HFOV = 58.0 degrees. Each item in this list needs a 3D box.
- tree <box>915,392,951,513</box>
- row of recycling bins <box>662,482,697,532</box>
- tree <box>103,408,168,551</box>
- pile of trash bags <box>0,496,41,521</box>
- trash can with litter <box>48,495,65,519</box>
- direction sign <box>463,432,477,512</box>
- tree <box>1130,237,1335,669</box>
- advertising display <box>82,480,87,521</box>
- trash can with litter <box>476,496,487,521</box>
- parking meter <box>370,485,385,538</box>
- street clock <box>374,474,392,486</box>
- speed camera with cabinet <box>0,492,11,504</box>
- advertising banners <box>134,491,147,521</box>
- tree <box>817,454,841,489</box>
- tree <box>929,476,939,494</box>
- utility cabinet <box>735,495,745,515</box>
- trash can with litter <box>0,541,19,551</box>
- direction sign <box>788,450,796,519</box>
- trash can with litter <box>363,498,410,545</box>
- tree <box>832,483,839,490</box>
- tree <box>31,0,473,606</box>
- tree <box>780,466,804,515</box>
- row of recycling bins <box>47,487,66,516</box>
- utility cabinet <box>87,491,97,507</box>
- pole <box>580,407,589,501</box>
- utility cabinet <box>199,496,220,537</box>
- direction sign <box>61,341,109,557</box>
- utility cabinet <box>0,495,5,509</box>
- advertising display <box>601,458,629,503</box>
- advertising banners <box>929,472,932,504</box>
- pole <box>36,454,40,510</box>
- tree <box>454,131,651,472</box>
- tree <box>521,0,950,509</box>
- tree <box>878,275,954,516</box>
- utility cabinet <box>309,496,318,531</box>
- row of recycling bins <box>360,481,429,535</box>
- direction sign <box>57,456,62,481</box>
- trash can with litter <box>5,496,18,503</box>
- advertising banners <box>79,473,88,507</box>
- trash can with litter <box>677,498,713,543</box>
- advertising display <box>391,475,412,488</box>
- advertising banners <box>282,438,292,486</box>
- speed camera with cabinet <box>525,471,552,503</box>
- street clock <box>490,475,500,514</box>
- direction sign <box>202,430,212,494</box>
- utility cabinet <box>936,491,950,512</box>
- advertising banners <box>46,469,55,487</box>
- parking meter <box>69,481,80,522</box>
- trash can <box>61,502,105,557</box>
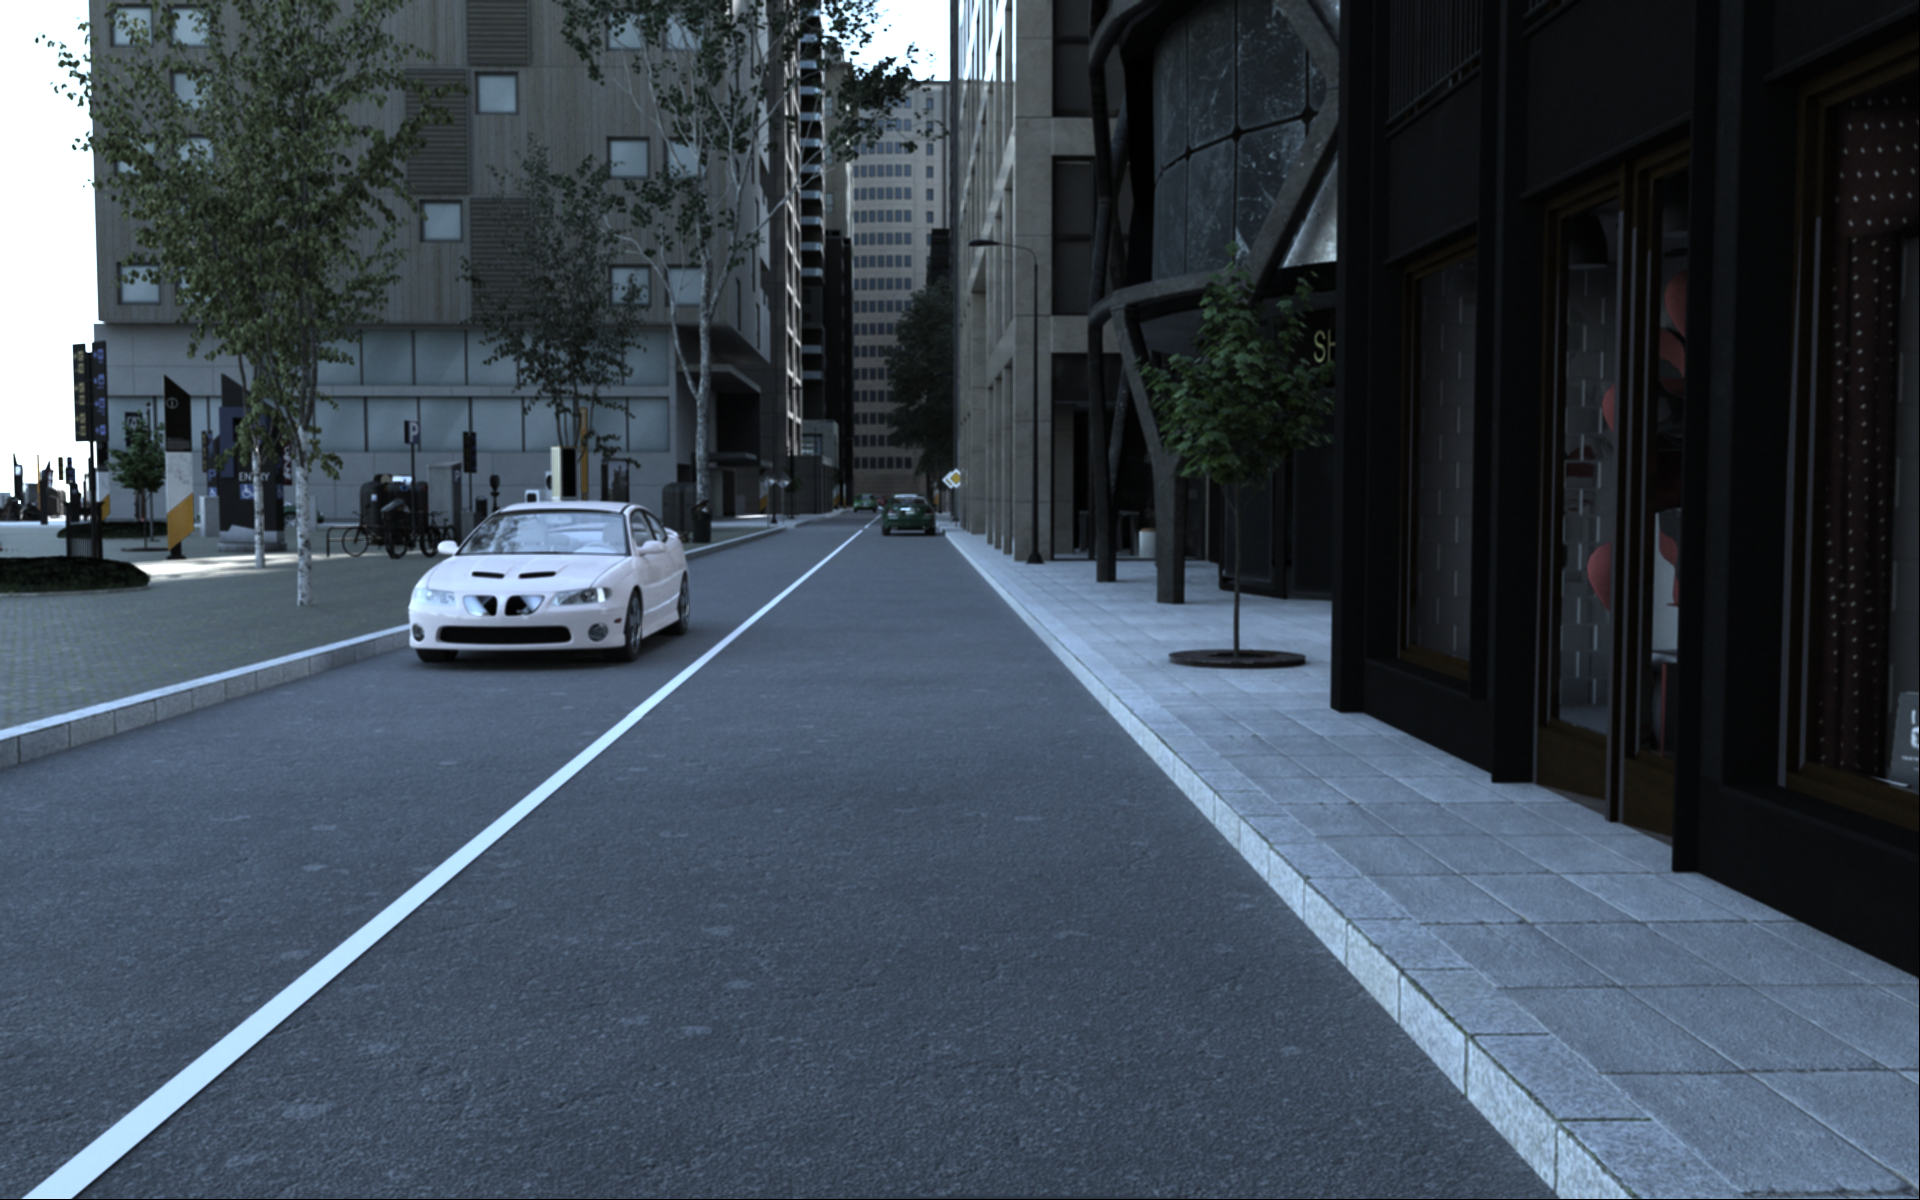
[{"bbox_3d":[-1.134,-10.375,119.997,4.360,8.622,3.978,0,3,0],"label":"tree"},{"bbox_3d":[-9.575,-3.251,60.265,1.069,1.692,3.534,-2,4,-25],"label":"row of recycling bins"},{"bbox_3d":[-18.582,-2.734,39.302,1.663,3.219,1.824,0,3,0],"label":"tree"},{"bbox_3d":[-45.200,-4.386,81.462,1.912,1.369,3.447,2,4,26],"label":"pile of trash bags"},{"bbox_3d":[-47.106,-4.784,89.276,1.678,1.210,2.233,1,4,20],"label":"trash can with litter"},{"bbox_3d":[-17.885,-4.359,63.261,0.379,3.537,0.876,1,4,14],"label":"direction sign"},{"bbox_3d":[2.026,-1.140,13.241,1.663,3.219,1.824,0,3,0],"label":"tree"},{"bbox_3d":[-41.751,-4.736,82.645,0.123,1.923,0.974,-2,4,-24],"label":"advertising display"},{"bbox_3d":[-16.209,-2.989,59.923,1.678,1.210,2.233,2,4,25],"label":"trash can with litter"},{"bbox_3d":[-15.844,-2.369,47.145,0.372,1.533,0.369,0,3,0],"label":"parking meter"},{"bbox_3d":[-21.115,-3.583,63.152,0.358,2.002,0.471,2,4,25],"label":"street clock"},{"bbox_3d":[-65.739,-7.578,118.236,0.660,3.252,2.038,1,4,11],"label":"speed camera with cabinet"},{"bbox_3d":[-29.909,-4.107,63.329,0.090,3.025,2.074,-3,5,-39],"label":"advertising banners"},{"bbox_3d":[-11.340,-9.449,138.207,4.285,4.588,4.351,0,3,0],"label":"tree"},{"bbox_3d":[-2.286,-9.796,154.759,1.663,3.219,1.824,0,3,0],"label":"tree"},{"bbox_3d":[-13.694,-5.805,106.071,1.020,1.237,0.306,0,4,-6],"label":"utility cabinet"},{"bbox_3d":[-22.474,-1.699,38.830,2.233,1.210,1.678,-1,4,-18],"label":"trash can with litter"},{"bbox_3d":[-8.694,-5.966,89.543,0.379,3.537,0.876,-1,4,-16],"label":"direction sign"},{"bbox_3d":[-14.479,-1.979,43.744,0.624,1.170,1.055,3,4,38],"label":"trash can with litter"},{"bbox_3d":[-11.270,-9.253,145.882,1.663,3.219,1.824,0,3,0],"label":"tree"},{"bbox_3d":[-7.781,-4.238,19.649,4.737,8.622,4.395,0,3,0],"label":"tree"},{"bbox_3d":[-10.159,-6.742,104.826,1.663,3.219,1.824,0,3,0],"label":"tree"},{"bbox_3d":[-53.109,-5.781,101.638,1.069,1.692,3.534,-1,4,-20],"label":"row of recycling bins"},{"bbox_3d":[-62.148,-7.052,123.984,0.318,1.500,1.173,-1,4,-11],"label":"utility cabinet"},{"bbox_3d":[-8.860,-2.876,40.871,0.158,3.312,0.155,0,3,0],"label":"pole"},{"bbox_3d":[-22.373,-2.511,52.223,0.306,1.237,1.020,2,4,33],"label":"utility cabinet"},{"bbox_3d":[-12.990,-2.075,25.925,0.876,3.537,0.379,2,4,34],"label":"direction sign"},{"bbox_3d":[-60.916,-6.017,109.539,1.020,1.237,0.306,1,4,11],"label":"utility cabinet"},{"bbox_3d":[-6.199,-1.588,31.176,0.123,1.923,0.974,1,4,12],"label":"advertising display"},{"bbox_3d":[-2.336,-8.615,137.048,0.090,3.025,2.074,0,4,-5],"label":"advertising banners"},{"bbox_3d":[-46.383,-5.711,87.220,0.158,3.312,0.155,0,3,0],"label":"pole"},{"bbox_3d":[-8.077,-5.198,35.356,4.360,8.622,3.978,0,3,0],"label":"tree"},{"bbox_3d":[-6.660,-11.915,50.699,12.611,20.169,13.585,0,3,0],"label":"tree"},{"bbox_3d":[-0.177,-11.850,100.410,9.857,13.997,8.962,0,3,0],"label":"tree"},{"bbox_3d":[-22.700,-3.031,60.719,0.306,1.237,1.020,-1,4,-19],"label":"utility cabinet"},{"bbox_3d":[-17.797,-2.992,56.035,1.069,1.692,3.534,3,4,37],"label":"row of recycling bins"},{"bbox_3d":[-53.686,-6.850,103.987,0.876,3.537,0.379,0,4,-2],"label":"direction sign"},{"bbox_3d":[-50.498,-4.942,92.191,0.624,1.170,1.055,-2,4,-30],"label":"trash can with litter"},{"bbox_3d":[-74.055,-9.139,145.615,0.090,3.025,2.074,1,4,19],"label":"advertising banners"},{"bbox_3d":[-7.038,-2.088,45.532,1.055,1.170,0.624,0,4,8],"label":"trash can with litter"},{"bbox_3d":[-18.940,-3.287,58.960,0.974,1.923,0.123,2,4,26],"label":"advertising display"},{"bbox_3d":[-21.456,-3.521,53.754,0.090,3.025,2.074,2,4,27],"label":"advertising banners"},{"bbox_3d":[-15.844,-4.401,66.296,2.038,3.252,0.660,3,5,42],"label":"speed camera with cabinet"},{"bbox_3d":[-17.722,-3.758,66.011,0.358,2.002,0.471,0,4,3],"label":"street clock"},{"bbox_3d":[-26.907,-4.280,61.980,0.379,3.537,0.876,-3,5,-45],"label":"direction sign"},{"bbox_3d":[-1.314,-7.071,124.292,1.173,1.500,0.318,-2,4,-27],"label":"utility cabinet"},{"bbox_3d":[-64.569,-7.659,121.413,2.074,3.025,0.090,-1,4,-17],"label":"advertising banners"},{"bbox_3d":[-40.814,-4.534,79.835,0.399,1.863,0.255,-3,4,-39],"label":"parking meter"},{"bbox_3d":[-16.340,-1.263,32.311,0.748,1.137,0.748,0,3,0],"label":"trash can"}]
